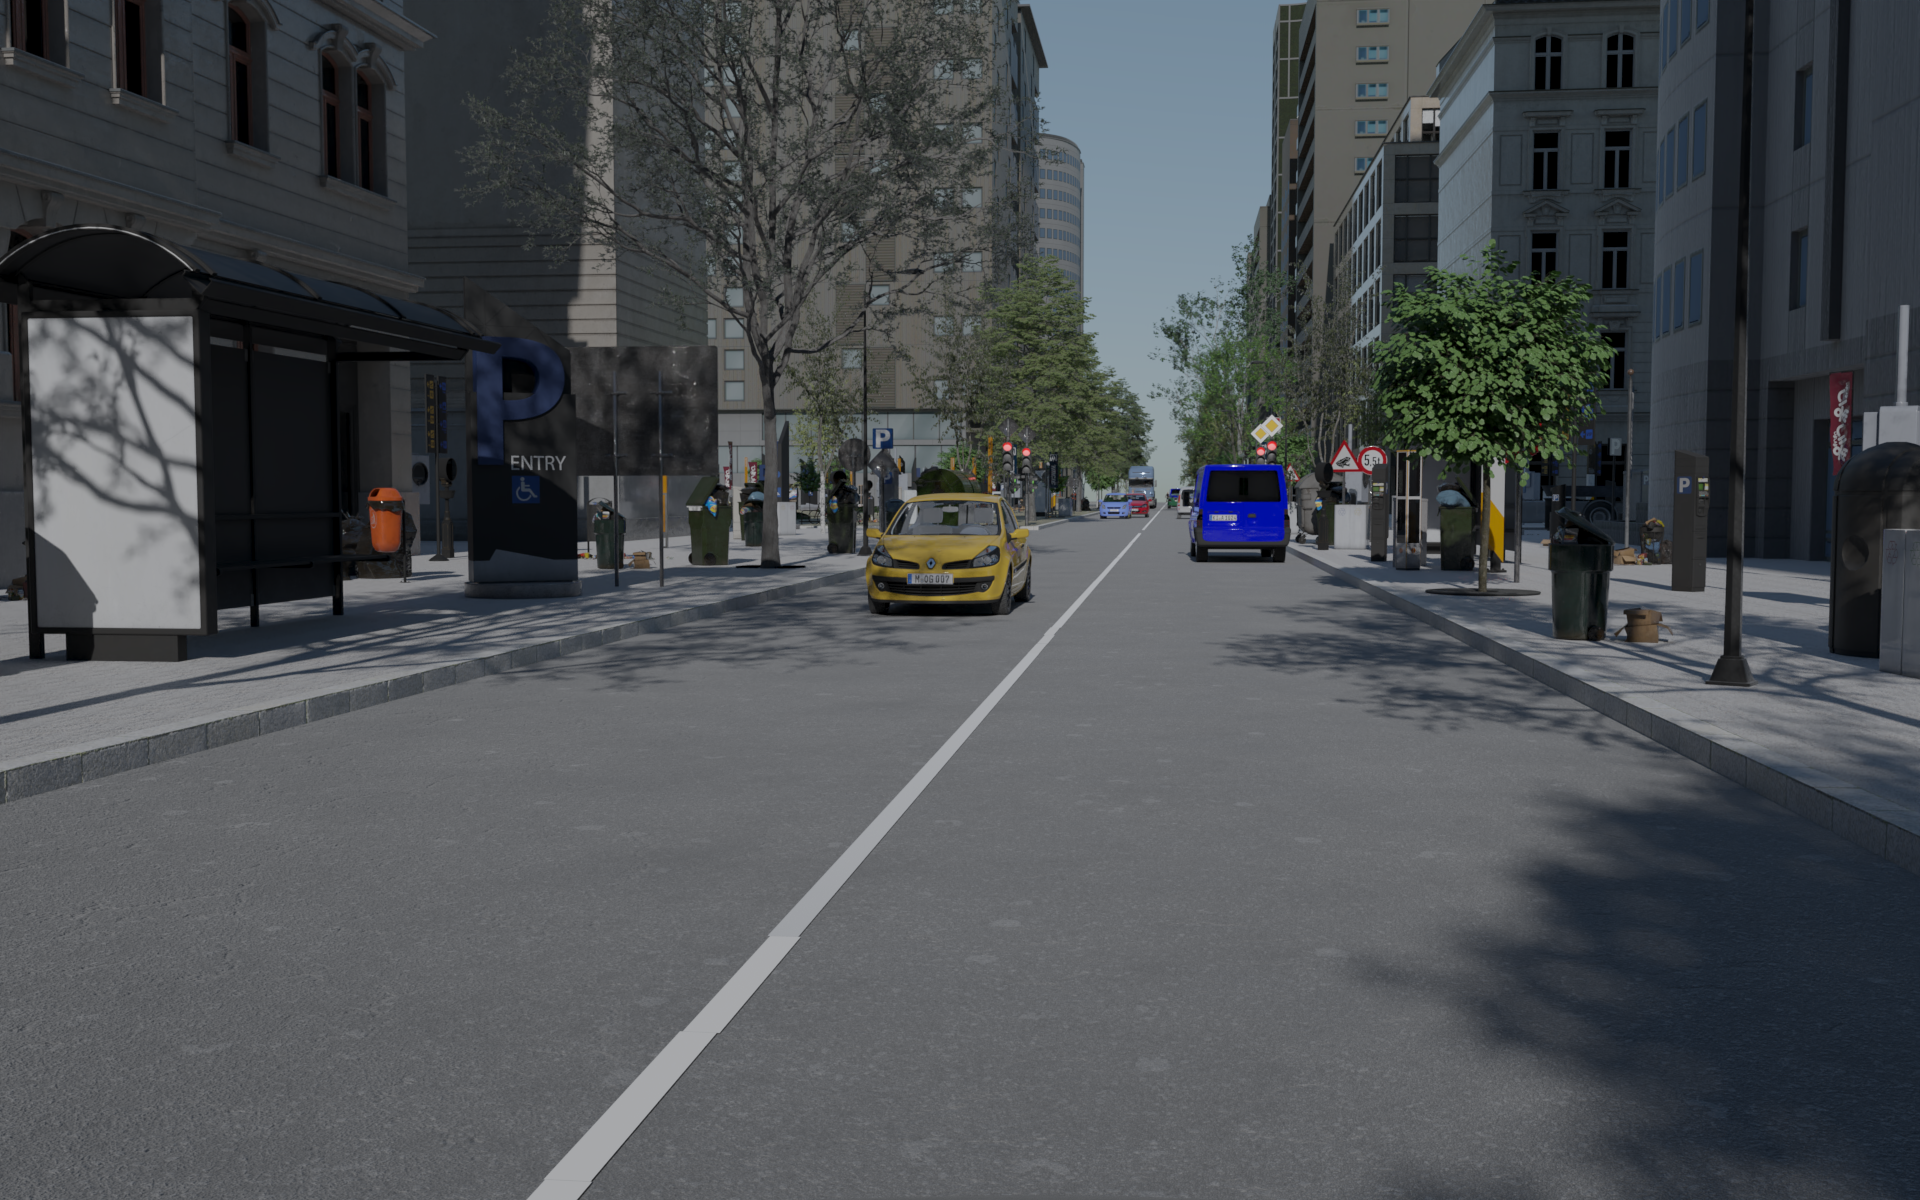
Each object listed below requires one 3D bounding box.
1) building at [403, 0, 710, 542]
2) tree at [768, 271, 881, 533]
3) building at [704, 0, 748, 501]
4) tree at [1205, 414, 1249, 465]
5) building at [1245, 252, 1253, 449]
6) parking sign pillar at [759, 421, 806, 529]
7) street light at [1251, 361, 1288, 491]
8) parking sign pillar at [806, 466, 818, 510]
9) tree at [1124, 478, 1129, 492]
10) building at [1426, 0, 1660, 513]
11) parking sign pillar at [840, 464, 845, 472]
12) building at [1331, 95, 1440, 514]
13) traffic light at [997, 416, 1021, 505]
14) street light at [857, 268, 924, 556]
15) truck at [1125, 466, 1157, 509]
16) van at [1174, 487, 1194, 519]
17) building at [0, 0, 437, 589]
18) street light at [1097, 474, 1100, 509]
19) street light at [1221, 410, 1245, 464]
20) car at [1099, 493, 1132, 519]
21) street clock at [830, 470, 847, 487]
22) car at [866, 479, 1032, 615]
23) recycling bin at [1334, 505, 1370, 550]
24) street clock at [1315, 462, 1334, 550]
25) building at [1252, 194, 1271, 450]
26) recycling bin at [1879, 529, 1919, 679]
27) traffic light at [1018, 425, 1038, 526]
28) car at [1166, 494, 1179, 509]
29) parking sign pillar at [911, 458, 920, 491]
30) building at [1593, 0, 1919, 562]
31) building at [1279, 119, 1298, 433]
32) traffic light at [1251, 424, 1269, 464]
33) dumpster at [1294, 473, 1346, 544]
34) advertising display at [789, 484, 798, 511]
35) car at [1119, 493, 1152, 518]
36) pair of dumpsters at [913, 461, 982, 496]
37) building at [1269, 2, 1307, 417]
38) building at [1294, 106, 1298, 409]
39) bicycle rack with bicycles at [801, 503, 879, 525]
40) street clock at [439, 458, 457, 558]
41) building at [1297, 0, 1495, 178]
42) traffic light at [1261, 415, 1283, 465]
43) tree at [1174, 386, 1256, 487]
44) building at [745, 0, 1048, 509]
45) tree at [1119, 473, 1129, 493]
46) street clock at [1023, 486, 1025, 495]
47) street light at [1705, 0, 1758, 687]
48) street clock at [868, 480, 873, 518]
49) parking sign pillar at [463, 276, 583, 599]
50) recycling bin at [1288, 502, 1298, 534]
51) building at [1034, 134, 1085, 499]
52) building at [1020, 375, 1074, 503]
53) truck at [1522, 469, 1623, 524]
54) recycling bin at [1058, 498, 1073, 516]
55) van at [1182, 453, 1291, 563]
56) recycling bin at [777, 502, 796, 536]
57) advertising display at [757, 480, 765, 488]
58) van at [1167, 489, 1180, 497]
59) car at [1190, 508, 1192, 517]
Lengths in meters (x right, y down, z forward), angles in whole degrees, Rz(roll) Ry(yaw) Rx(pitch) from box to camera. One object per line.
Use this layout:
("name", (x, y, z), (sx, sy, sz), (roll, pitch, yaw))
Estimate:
("building", (-17.403, -12.387, 51.680), (18.267, 20.994, 9.793), (0, 4, 7))
("tree", (-4.242, -6.484, 56.378), (4.360, 8.622, 3.978), (0, 3, 0))
("building", (-8.982, -35.000, 161.483), (28.713, 52.752, 27.495), (0, 4, 7))
("tree", (23.615, -12.491, 154.597), (4.737, 8.622, 4.395), (0, 3, 0))
("building", (55.233, -37.229, 292.294), (14.154, 41.232, 14.086), (0, 4, 7))
("parking sign pillar", (-6.567, -4.570, 63.189), (1.447, 3.967, 1.447), (0, 4, 7))
("street light", (10.815, -5.373, 60.382), (1.470, 5.913, 1.316), (0, 4, 7))
("parking sign pillar", (-11.581, -8.839, 132.983), (1.447, 3.967, 1.447), (-3, 4, -37))
("tree", (24.616, -18.807, 257.857), (4.360, 8.622, 3.978), (0, 3, 0))
("building", (45.574, -18.641, 81.203), (44.131, 29.872, 17.030), (0, 4, 7))
("parking sign pillar", (-9.084, -8.852, 133.196), (1.447, 3.967, 1.447), (0, 4, -4))
("building", (38.104, -19.573, 124.537), (19.350, 26.468, 34.151), (0, 4, 7))
("traffic light", (1.750, -4.494, 62.399), (0.839, 4.253, 0.868), (0, 4, 7))
("street light", (-1.430, -3.873, 35.863), (1.470, 5.913, 1.316), (0, 4, 7))
("truck", (18.334, -11.224, 173.271), (2.967, 4.110, 18.799), (0, 4, 7))
("van", (13.375, -5.693, 100.100), (2.013, 2.044, 4.112), (0, 4, 7))
("building", (-18.844, -14.544, 25.181), (14.401, 28.519, 23.554), (0, 4, 7))
("street light", (12.287, -10.633, 146.394), (1.470, 5.913, 1.316), (0, 4, 7))
("street light", (15.133, -7.534, 95.721), (1.470, 5.913, 1.316), (0, 4, 7))
("car", (9.046, -5.557, 100.455), (1.945, 1.707, 3.694), (1, 4, 9))
("street clock", (-3.690, -2.942, 52.673), (0.471, 2.002, 0.358), (-2, 4, -26))
("car", (-0.082, -0.708, 21.804), (2.015, 1.641, 3.980), (0, 4, 8))
("recycling bin", (9.138, -1.701, 40.359), (0.722, 1.027, 0.722), (1, 4, 21))
("street clock", (8.303, -2.139, 39.542), (0.358, 2.002, 0.471), (3, 5, 42))
("building", (57.501, -39.764, 273.845), (21.300, 48.544, 21.600), (0, 4, 7))
("recycling bin", (7.008, 0.022, 12.188), (0.722, 1.027, 0.722), (0, 4, 2))
("traffic light", (2.734, -4.979, 70.324), (0.839, 4.253, 0.868), (0, 4, 7))
("car", (21.333, -9.683, 170.113), (2.131, 1.459, 4.920), (1, 4, 9))
("parking sign pillar", (-3.300, -8.589, 128.898), (1.447, 3.967, 1.447), (-1, 4, -12))
("building", (25.634, -30.081, 33.832), (21.231, 58.520, 28.212), (0, 4, 7))
("building", (44.785, -33.746, 201.862), (14.600, 45.320, 14.200), (0, 4, 7))
("traffic light", (11.976, -4.910, 69.198), (0.839, 4.253, 0.868), (0, 4, 7))
("dumpster", (9.349, -2.392, 44.865), (1.264, 1.857, 1.865), (0, 4, 7))
("advertising display", (-10.566, -6.262, 107.596), (0.974, 1.923, 0.123), (1, 4, 14))
("car", (10.724, -5.956, 106.428), (2.155, 1.783, 4.494), (0, 4, 7))
("pair of dumpsters", (-0.368, -2.890, 49.742), (1.574, 2.255, 4.437), (0, 4, 7))
("building", (53.892, -49.793, 252.374), (20.563, 71.187, 20.611), (0, 4, 7))
("building", (46.430, -34.204, 178.838), (23.786, 49.044, 30.456), (0, 4, 7))
("bicycle rack with bicycles", (-5.241, -3.630, 72.728), (2.925, 0.926, 2.852), (-2, 4, -33))
("street clock", (-10.255, -1.839, 34.634), (0.358, 2.002, 0.471), (1, 4, 11))
("building", (41.338, -32.392, 153.305), (21.300, 48.544, 21.600), (0, 4, 7))
("traffic light", (10.993, -4.425, 61.273), (0.839, 4.253, 0.868), (0, 4, 7))
("tree", (26.923, -16.010, 178.765), (9.611, 12.733, 9.660), (0, 3, 0))
("building", (-5.628, -36.666, 188.722), (28.713, 52.752, 27.495), (0, 4, 7))
("tree", (29.757, -21.243, 297.686), (4.737, 8.622, 4.395), (0, 3, 0))
("street clock", (5.507, -8.571, 144.701), (0.358, 2.002, 0.471), (-3, 5, -39))
("street light", (4.675, -2.388, 11.591), (1.470, 5.913, 1.316), (0, 4, 7))
("street clock", (-4.778, -5.226, 90.010), (0.471, 2.002, 0.358), (-3, 4, -36))
("parking sign pillar", (-5.500, -2.034, 21.720), (1.447, 3.967, 1.447), (-2, 4, -25))
("recycling bin", (10.420, -2.621, 55.399), (0.722, 1.027, 0.722), (0, 4, 2))
("building", (8.732, -45.128, 279.843), (21.231, 58.520, 28.212), (0, 4, 7))
("building", (2.042, -24.957, 253.079), (27.650, 21.520, 28.899), (0, 4, 7))
("truck", (26.499, -4.513, 63.551), (18.799, 4.110, 2.967), (1, 4, 9))
("recycling bin", (6.055, -5.317, 99.491), (0.722, 1.027, 0.722), (1, 4, 13))
("van", (6.043, -2.050, 37.904), (2.240, 2.365, 5.245), (0, 4, 6))
("recycling bin", (-5.594, -2.531, 53.930), (0.722, 1.027, 0.722), (-3, 5, -44))
("advertising display", (-9.009, -4.612, 80.625), (0.974, 1.923, 0.123), (-3, 4, -38))
("van", (24.106, -11.479, 192.060), (2.240, 2.365, 5.245), (0, 4, 5))
("car", (11.960, -4.320, 83.214), (1.945, 1.354, 3.894), (1, 4, 9))
